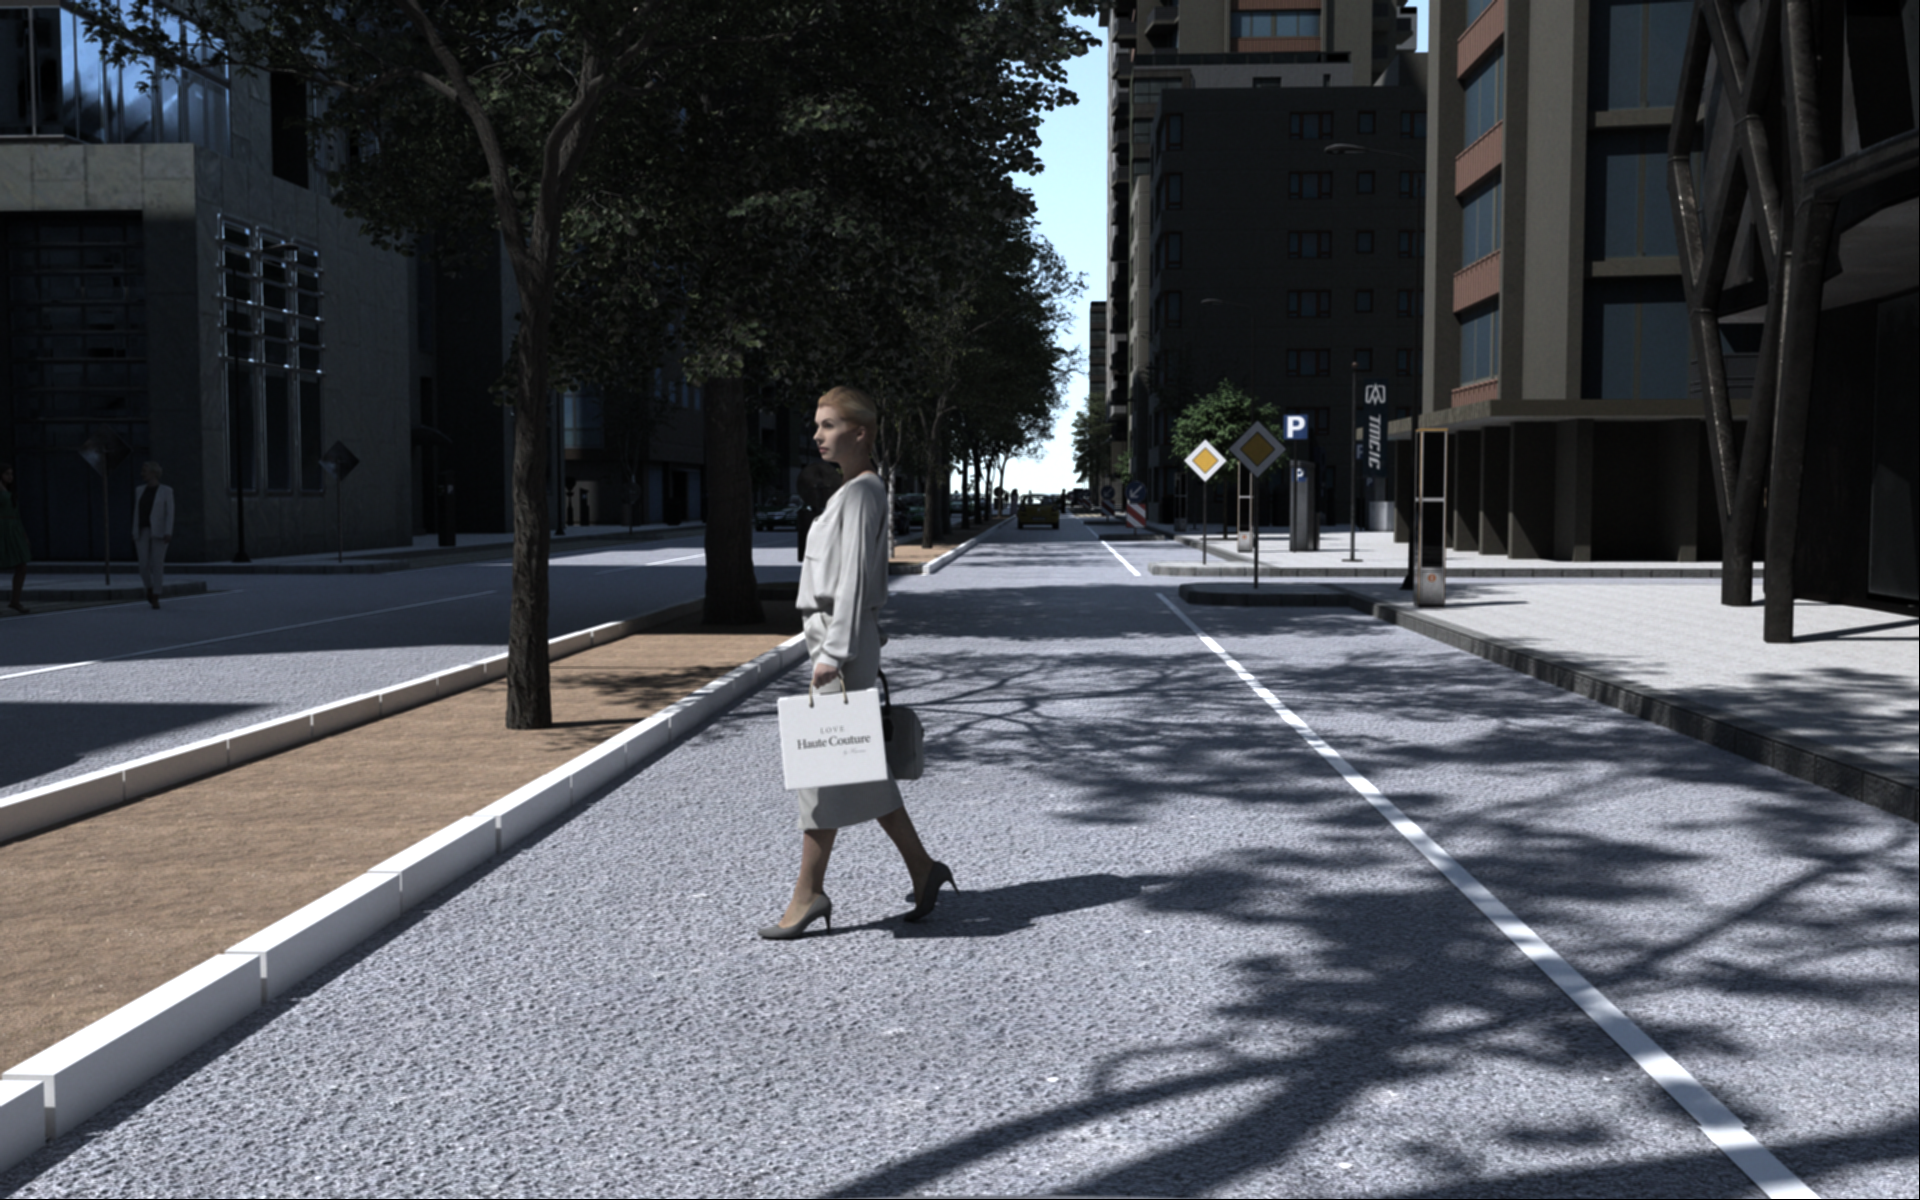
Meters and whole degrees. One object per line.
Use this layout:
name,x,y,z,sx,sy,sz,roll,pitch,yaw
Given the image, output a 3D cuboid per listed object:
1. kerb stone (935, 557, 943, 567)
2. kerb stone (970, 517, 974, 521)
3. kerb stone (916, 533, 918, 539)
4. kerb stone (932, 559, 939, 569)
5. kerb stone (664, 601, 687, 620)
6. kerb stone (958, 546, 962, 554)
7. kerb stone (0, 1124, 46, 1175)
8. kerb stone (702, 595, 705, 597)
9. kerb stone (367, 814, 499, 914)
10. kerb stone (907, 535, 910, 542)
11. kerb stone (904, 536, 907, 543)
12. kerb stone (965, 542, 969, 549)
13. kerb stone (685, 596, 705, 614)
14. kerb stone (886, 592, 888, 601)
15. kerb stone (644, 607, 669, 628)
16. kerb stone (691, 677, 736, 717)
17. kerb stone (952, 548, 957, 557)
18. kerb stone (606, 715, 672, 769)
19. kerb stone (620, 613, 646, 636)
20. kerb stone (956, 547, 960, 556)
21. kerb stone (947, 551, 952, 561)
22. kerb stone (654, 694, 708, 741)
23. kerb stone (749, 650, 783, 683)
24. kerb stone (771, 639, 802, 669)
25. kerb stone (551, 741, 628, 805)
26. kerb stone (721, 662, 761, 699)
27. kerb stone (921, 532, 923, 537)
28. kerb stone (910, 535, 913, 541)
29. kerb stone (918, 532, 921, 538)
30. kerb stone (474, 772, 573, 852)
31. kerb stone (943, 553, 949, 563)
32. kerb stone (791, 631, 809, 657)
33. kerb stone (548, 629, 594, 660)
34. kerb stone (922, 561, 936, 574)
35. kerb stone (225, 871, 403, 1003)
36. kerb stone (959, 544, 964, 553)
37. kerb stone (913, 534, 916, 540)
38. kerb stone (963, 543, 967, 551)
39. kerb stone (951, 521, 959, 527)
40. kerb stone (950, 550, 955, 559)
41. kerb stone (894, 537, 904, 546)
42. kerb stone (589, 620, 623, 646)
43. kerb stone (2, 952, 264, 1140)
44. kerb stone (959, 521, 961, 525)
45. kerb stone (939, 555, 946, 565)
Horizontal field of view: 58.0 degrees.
kerb stone,-0.478,-0.693,33.522,0.120,0.150,1.000,0,4,3
kerb stone,0.709,-4.457,95.069,0.120,0.150,1.000,0,4,3
kerb stone,-1.485,-1.952,54.117,0.120,0.150,1.000,0,4,3
kerb stone,-0.533,-0.630,32.499,0.120,0.150,1.000,0,4,3
kerb stone,-3.318,0.146,19.803,0.120,0.150,1.000,0,4,3
kerb stone,-0.095,-1.131,40.684,0.120,0.150,1.000,0,4,3
kerb stone,-2.098,1.161,3.311,0.120,0.150,1.000,0,4,3
kerb stone,-3.204,0.021,21.852,0.120,0.150,1.000,0,4,3
kerb stone,-1.934,0.967,6.399,0.120,0.150,1.000,0,4,3
kerb stone,-1.645,-1.762,51.055,0.120,0.150,1.000,0,4,3
kerb stone,-1.695,-1.703,50.034,0.120,0.150,1.000,0,4,3
kerb stone,0.068,-1.318,43.749,0.120,0.150,1.000,0,4,3
kerb stone,-3.262,0.093,20.825,0.120,0.150,1.000,0,4,3
kerb stone,-1.050,-0.030,22.770,0.120,0.150,1.000,0,4,3
kerb stone,-3.356,0.209,18.777,0.120,0.150,1.000,0,4,3
kerb stone,-1.655,0.656,11.513,0.120,0.150,1.000,0,4,3
kerb stone,-0.202,-1.002,38.641,0.120,0.150,1.000,0,4,3
kerb stone,-1.761,0.781,9.467,0.120,0.150,1.000,0,4,3
kerb stone,-3.419,0.273,17.757,0.120,0.150,1.000,0,4,3
kerb stone,-0.152,-1.068,39.662,0.120,0.150,1.000,0,4,3
kerb stone,-0.310,-0.880,36.586,0.120,0.150,1.000,0,4,3
kerb stone,-1.702,0.717,10.492,0.120,0.150,1.000,0,4,3
kerb stone,-1.543,0.529,13.562,0.120,0.150,1.000,0,4,3
kerb stone,-1.483,0.466,14.585,0.120,0.150,1.000,0,4,3
kerb stone,-1.814,0.845,8.446,0.120,0.150,1.000,0,4,3
kerb stone,-1.603,0.592,12.538,0.120,0.150,1.000,0,4,3
kerb stone,-1.372,-2.077,56.177,0.120,0.150,1.000,0,4,3
kerb stone,-1.593,-1.827,52.076,0.120,0.150,1.000,0,4,3
kerb stone,-1.418,-2.015,55.148,0.120,0.150,1.000,0,4,3
kerb stone,-1.866,0.904,7.420,0.120,0.150,1.000,0,4,3
kerb stone,-0.367,-0.815,35.566,0.120,0.150,1.000,0,4,3
kerb stone,-1.428,0.403,15.605,0.120,0.150,1.000,0,4,3
kerb stone,-3.540,0.399,15.711,0.120,0.150,1.000,0,4,3
kerb stone,-0.585,-0.565,31.479,0.120,0.150,1.000,0,4,3
kerb stone,-1.982,1.031,5.371,0.120,0.150,1.000,0,4,3
kerb stone,-0.039,-1.193,41.708,0.120,0.150,1.000,0,4,3
kerb stone,-1.531,-1.890,53.096,0.120,0.150,1.000,0,4,3
kerb stone,0.021,-1.256,42.728,0.120,0.150,1.000,0,4,3
kerb stone,-0.226,-3.394,77.682,0.120,0.150,1.000,0,4,3
kerb stone,-0.248,-0.938,37.607,0.120,0.150,1.000,0,4,3
kerb stone,-1.752,-1.640,49.014,0.120,0.150,1.000,0,4,3
kerb stone,-3.468,0.334,16.731,0.120,0.150,1.000,0,4,3
kerb stone,-2.039,1.095,4.340,0.120,0.150,1.000,0,4,3
kerb stone,-0.161,-3.456,78.702,0.120,0.150,1.000,0,4,3
kerb stone,-0.429,-0.755,34.543,0.120,0.150,1.000,0,4,3
